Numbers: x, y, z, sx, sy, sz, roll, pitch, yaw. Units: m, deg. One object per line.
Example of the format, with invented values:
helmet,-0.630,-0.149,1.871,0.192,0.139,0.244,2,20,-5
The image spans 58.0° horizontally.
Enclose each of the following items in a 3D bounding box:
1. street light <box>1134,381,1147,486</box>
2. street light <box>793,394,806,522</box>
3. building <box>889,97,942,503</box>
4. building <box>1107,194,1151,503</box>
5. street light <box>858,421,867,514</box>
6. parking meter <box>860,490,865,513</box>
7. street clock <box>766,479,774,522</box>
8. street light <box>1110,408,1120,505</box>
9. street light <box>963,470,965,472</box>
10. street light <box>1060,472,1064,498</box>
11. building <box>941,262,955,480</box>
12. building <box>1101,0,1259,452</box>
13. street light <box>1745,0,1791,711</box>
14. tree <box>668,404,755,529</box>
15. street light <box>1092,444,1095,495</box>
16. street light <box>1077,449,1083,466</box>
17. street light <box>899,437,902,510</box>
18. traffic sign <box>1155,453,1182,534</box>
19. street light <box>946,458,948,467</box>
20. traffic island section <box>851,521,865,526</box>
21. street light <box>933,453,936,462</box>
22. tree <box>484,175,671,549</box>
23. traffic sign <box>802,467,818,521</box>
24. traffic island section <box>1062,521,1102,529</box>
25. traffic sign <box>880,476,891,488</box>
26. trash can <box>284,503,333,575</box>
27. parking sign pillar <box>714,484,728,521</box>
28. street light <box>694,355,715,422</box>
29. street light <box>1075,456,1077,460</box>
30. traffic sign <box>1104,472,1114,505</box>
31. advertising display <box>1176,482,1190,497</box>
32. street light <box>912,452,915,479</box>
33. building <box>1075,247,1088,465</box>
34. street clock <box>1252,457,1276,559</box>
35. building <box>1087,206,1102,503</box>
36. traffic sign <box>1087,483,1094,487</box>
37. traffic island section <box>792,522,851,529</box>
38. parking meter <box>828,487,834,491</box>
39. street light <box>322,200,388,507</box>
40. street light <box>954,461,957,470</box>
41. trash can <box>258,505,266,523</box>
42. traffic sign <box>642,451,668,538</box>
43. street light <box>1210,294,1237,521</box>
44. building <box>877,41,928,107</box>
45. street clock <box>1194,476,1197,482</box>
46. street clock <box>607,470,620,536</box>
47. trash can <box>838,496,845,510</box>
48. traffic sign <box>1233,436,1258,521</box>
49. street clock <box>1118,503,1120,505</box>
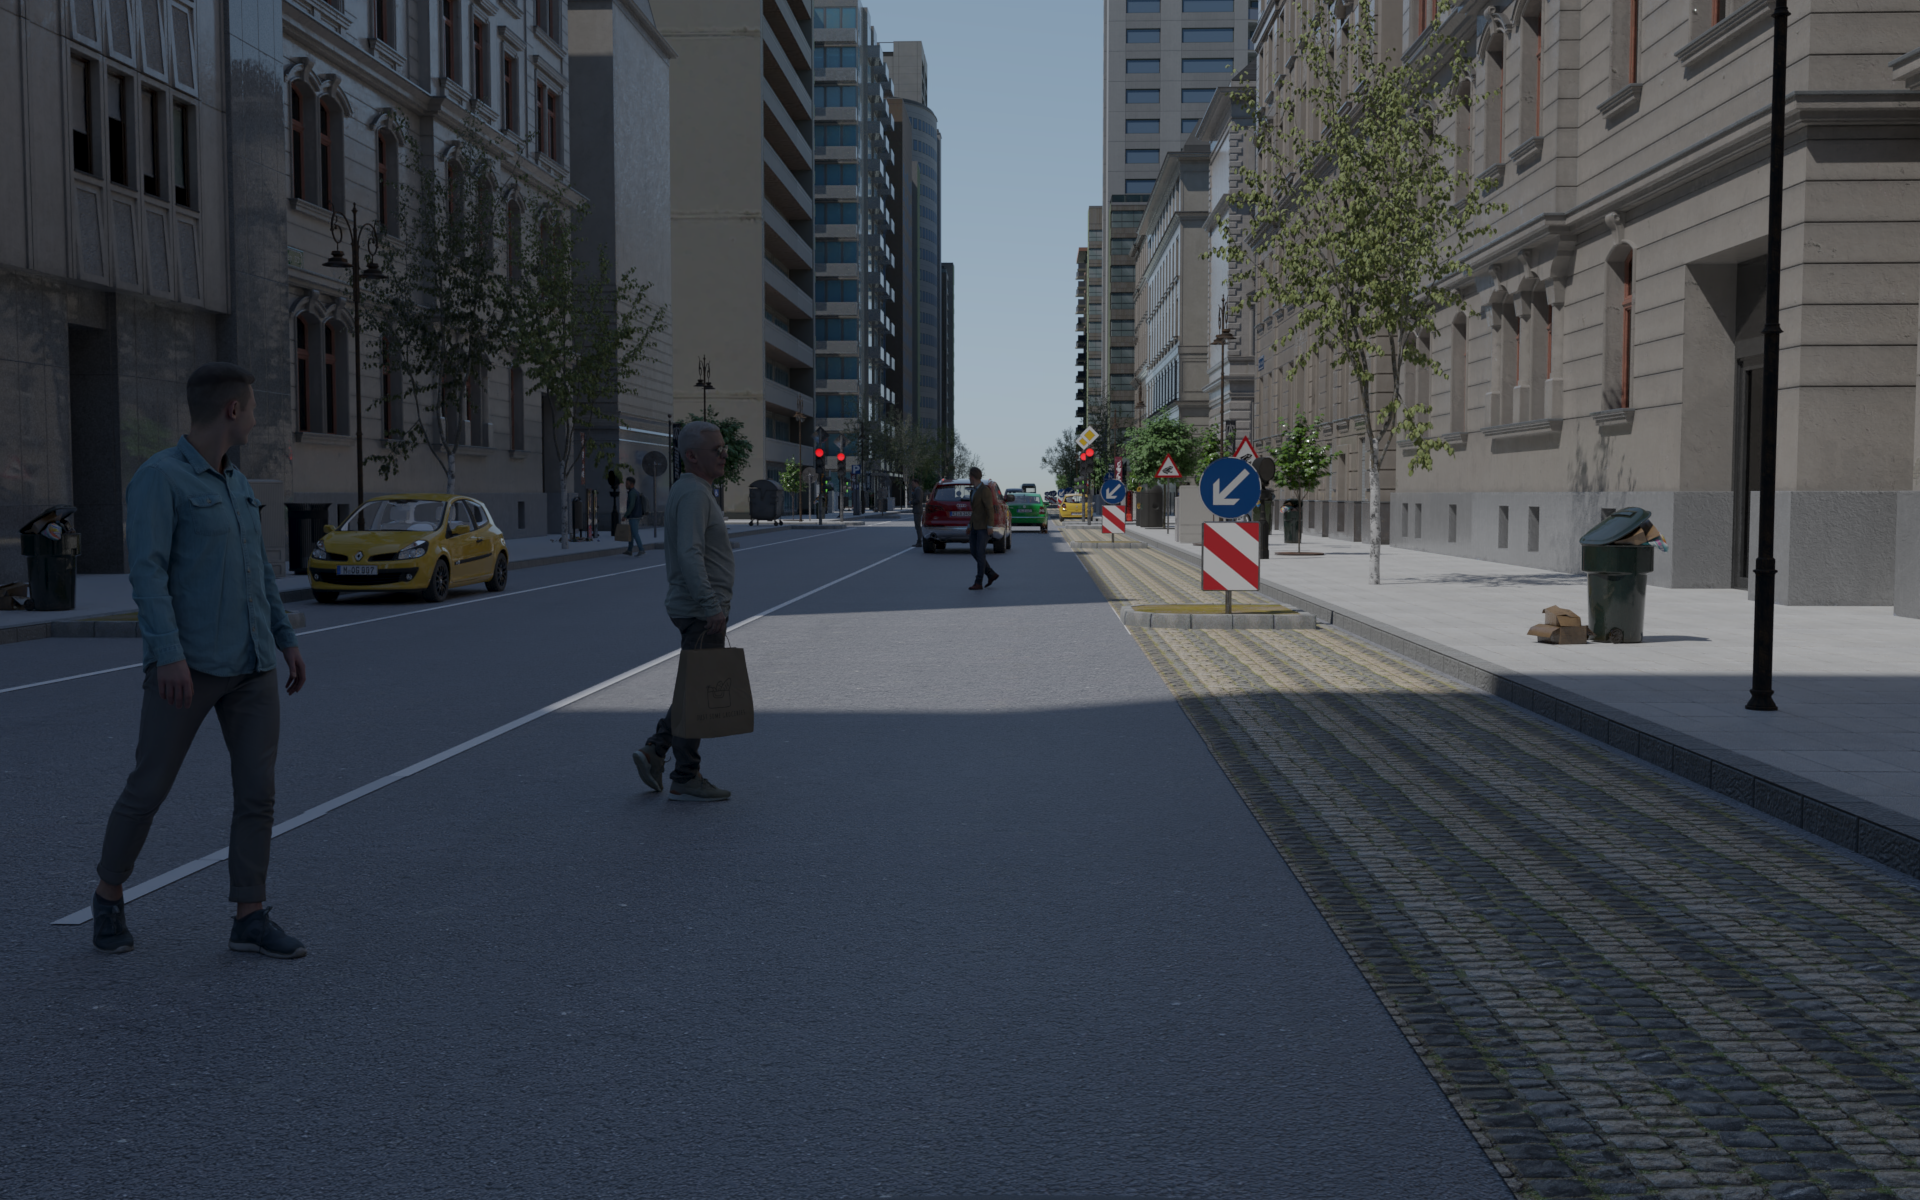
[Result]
street light,7.340,-5.988,70.695,0.468,5.910,1.993,0,4,2
street light,-7.370,-6.556,79.977,0.468,5.910,1.993,0,4,2
building,-13.964,-43.626,255.279,21.231,58.520,28.212,0,4,2
building,21.381,-24.293,168.893,14.160,30.474,14.107,0,4,2
street light,-6.182,-8.388,109.929,0.468,5.910,1.993,0,4,2
parking meter,-6.578,-6.609,116.467,0.372,1.533,0.369,0,3,0
street clock,-8.871,-4.661,80.782,0.358,2.002,0.471,-3,5,-44
street light,8.331,-7.358,93.086,0.468,5.910,1.993,0,4,2
street light,0.651,-18.142,269.409,0.468,5.910,1.993,0,4,2
street light,16.359,-18.945,282.537,0.468,5.910,1.993,0,4,2
building,-8.266,-37.557,297.643,14.154,41.232,14.086,0,4,2
building,26.099,-39.618,189.746,21.231,58.520,28.212,0,4,2
street light,4.775,-2.285,10.141,0.468,5.910,1.993,0,4,2
tree,-9.109,-4.851,63.024,4.285,4.588,4.351,0,3,0
street light,9.625,-9.231,123.716,0.468,5.910,1.993,0,4,2
street light,10.850,-11.069,153.765,0.468,5.910,1.993,0,4,2
street light,-4.771,-10.282,140.890,0.468,5.910,1.993,0,4,2
traffic sign,6.655,-3.385,55.346,0.884,2.594,0.081,1,4,12
street light,-1.641,-14.990,217.868,0.468,5.910,1.993,0,4,2
traffic island section,-5.456,-3.513,79.712,2.009,0.180,2.903,0,4,2
street light,-2.824,-13.139,187.617,0.468,5.910,1.993,0,4,2
tree,-9.112,-5.491,40.148,4.737,8.622,4.395,0,3,0
traffic sign,-7.080,-4.987,81.643,0.768,2.556,0.104,1,4,10
traffic island section,5.675,-3.483,79.236,2.009,0.180,2.903,0,4,2
traffic sign,-5.282,-7.514,122.953,0.768,2.556,0.104,0,4,7
trash can,-10.381,-0.975,27.602,0.748,1.137,0.748,0,3,0
parking sign pillar,-11.909,-5.808,83.436,1.447,3.967,1.447,2,4,26
street light,-8.470,-5.184,57.553,0.468,5.910,1.993,0,4,2
street light,11.456,-12.035,169.558,0.468,5.910,1.993,0,4,2
traffic sign,8.809,-6.205,101.554,0.768,2.556,0.104,1,4,10
advertising display,11.756,-5.268,91.346,0.974,1.923,0.123,-3,5,-40
street light,-4.194,-11.230,156.394,0.468,5.910,1.993,0,4,2
building,31.017,-39.359,298.147,22.147,44.769,28.867,0,4,2
street clock,5.963,-1.805,34.083,0.471,2.002,0.358,-3,4,-37
building,25.106,-34.460,247.011,14.154,41.232,14.086,0,4,2
traffic sign,10.095,-8.164,133.582,0.768,2.556,0.104,0,4,6
traffic island section,-5.795,-3.025,71.734,2.009,0.180,2.903,0,4,2
parking meter,-9.684,-7.617,130.252,0.255,1.863,0.399,2,4,34
street light,-9.587,-3.352,27.598,0.468,5.910,1.993,0,4,2
street light,-0.711,-16.311,239.466,0.468,5.910,1.993,0,4,2
trash can,-9.669,-0.704,23.171,0.748,1.137,0.748,0,3,0
traffic sign,-8.988,-3.113,51.006,0.768,2.556,0.104,0,4,3
street light,6.084,-4.123,40.198,0.468,5.910,1.993,0,4,2
building,-13.462,-51.438,279.258,20.563,71.187,20.611,0,4,2
street clock,7.824,-3.143,55.962,0.471,2.002,0.358,-2,4,-26
street clock,-10.496,-2.941,52.657,0.358,2.002,0.471,-3,5,-40
trash can,-9.685,-7.955,141.715,0.748,1.137,0.748,0,3,0
traffic sign,6.345,-2.359,38.567,0.884,2.594,0.081,0,4,6
street clock,12.601,-8.122,137.364,0.471,2.002,0.358,-3,5,-42
